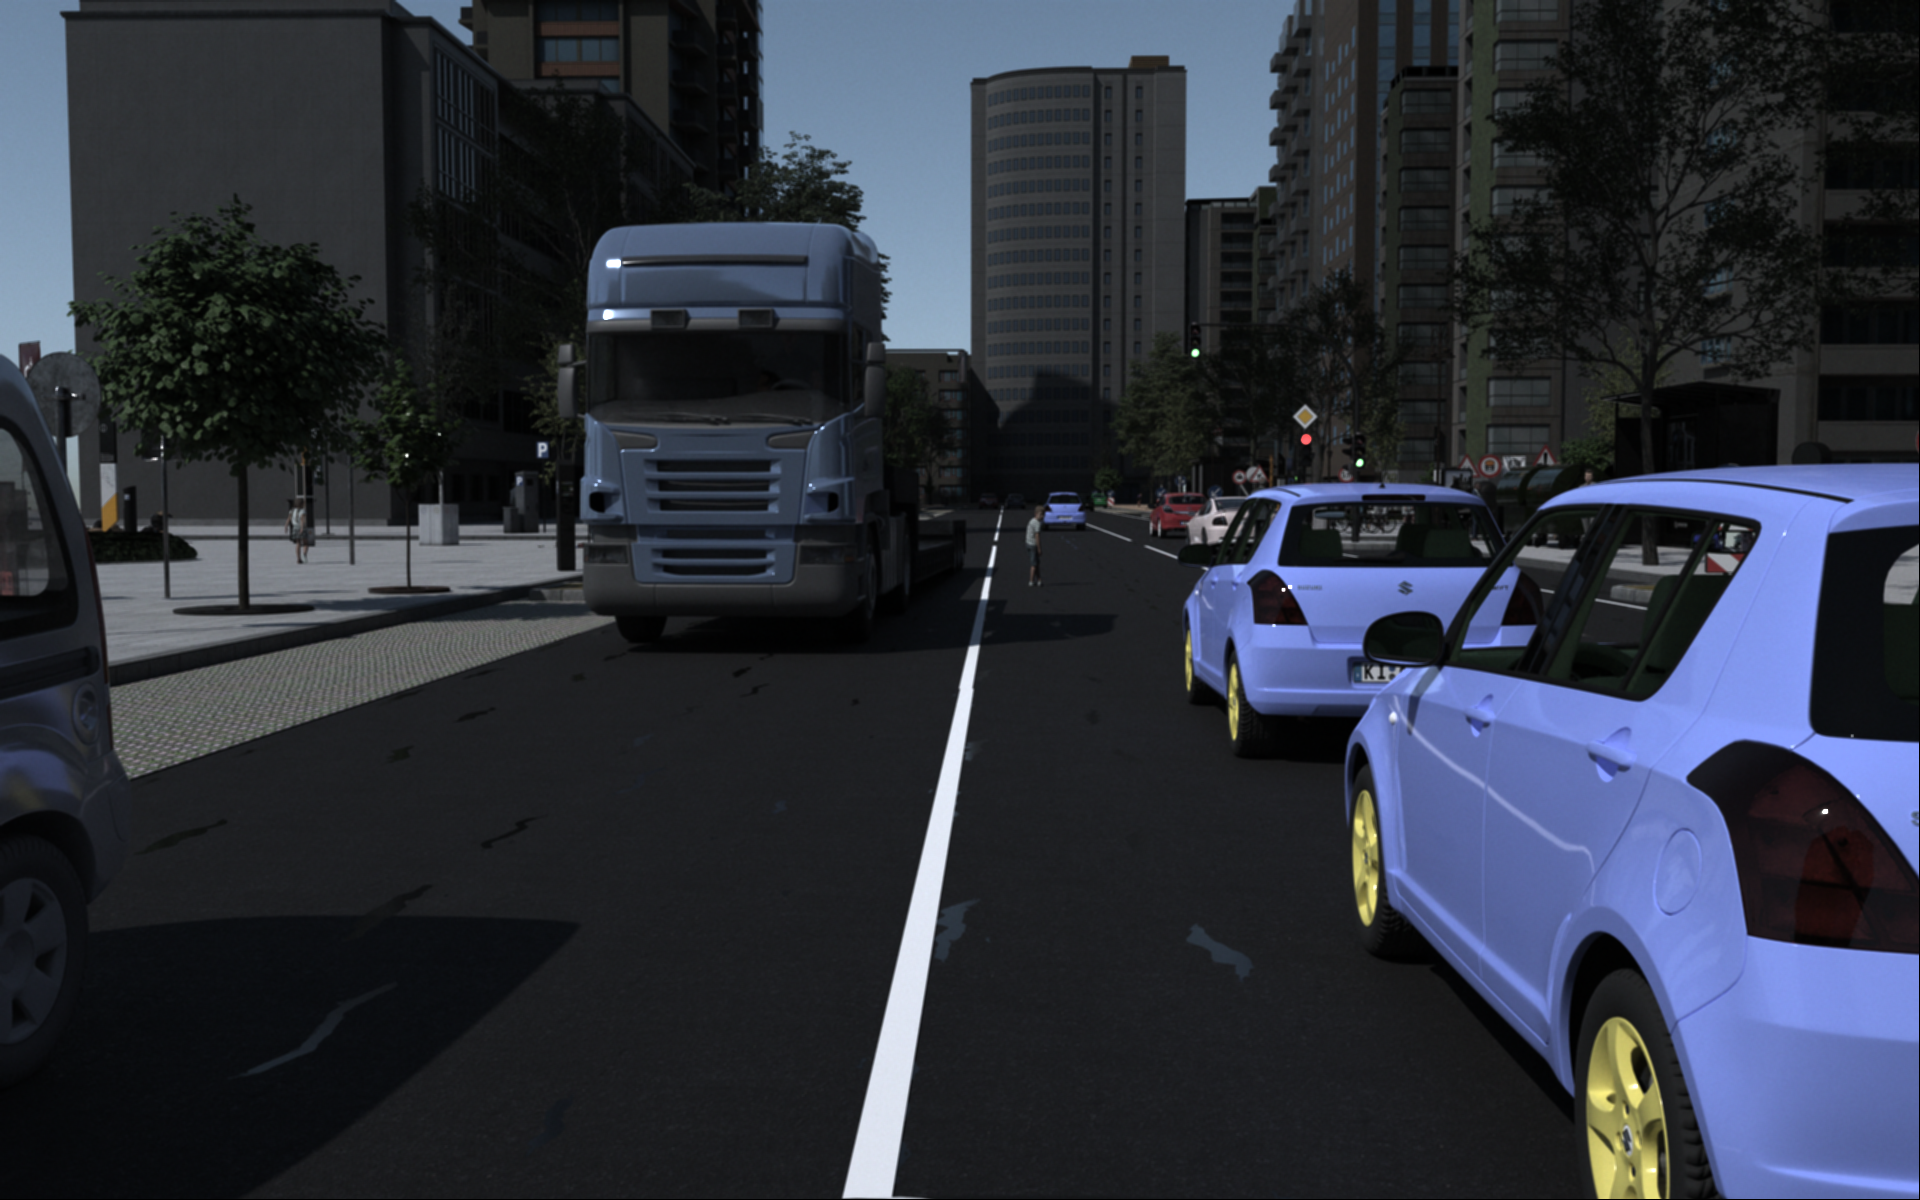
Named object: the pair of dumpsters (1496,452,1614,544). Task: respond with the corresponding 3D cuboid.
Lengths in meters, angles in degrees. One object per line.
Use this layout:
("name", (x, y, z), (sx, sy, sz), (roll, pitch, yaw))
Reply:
("pair of dumpsters", (14.383, -2.414, 41.961), (1.574, 2.255, 4.437), (0, 4, 2))

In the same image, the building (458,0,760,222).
("building", (-28.691, -29.940, 144.142), (22.147, 44.769, 28.867), (0, 4, 1))

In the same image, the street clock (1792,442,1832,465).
("street clock", (11.890, -1.202, 24.221), (0.358, 2.002, 0.471), (-2, 4, -27))

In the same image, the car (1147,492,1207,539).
("car", (7.316, -2.946, 57.204), (2.155, 1.783, 4.494), (0, 4, 1))

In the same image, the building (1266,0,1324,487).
("building", (40.789, -33.042, 159.839), (23.786, 49.044, 30.456), (0, 4, 1))

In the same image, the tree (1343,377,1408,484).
("tree", (25.275, -9.439, 104.696), (4.737, 8.622, 4.395), (0, 3, 0))

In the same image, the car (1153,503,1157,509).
("car", (11.644, -5.047, 95.093), (1.945, 1.354, 3.894), (0, 4, 0))

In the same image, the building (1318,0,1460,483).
("building", (36.972, -29.826, 137.758), (14.600, 45.320, 14.200), (0, 4, 1))

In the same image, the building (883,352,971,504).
("building", (-12.870, -24.253, 241.579), (28.899, 21.520, 27.650), (0, 4, 1))

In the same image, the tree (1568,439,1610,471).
("tree", (22.046, -4.045, 60.736), (1.663, 3.219, 1.824), (0, 3, 0))

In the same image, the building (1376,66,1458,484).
("building", (36.166, -21.332, 120.485), (14.160, 30.474, 14.107), (0, 4, 1))

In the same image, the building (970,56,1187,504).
("building", (15.599, -42.494, 236.773), (28.212, 58.520, 21.231), (0, 4, 1))

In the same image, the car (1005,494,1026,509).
("car", (5.403, -9.556, 168.238), (2.014, 1.417, 4.499), (0, 4, 0))

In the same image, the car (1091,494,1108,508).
("car", (13.555, -9.874, 170.237), (1.959, 1.807, 4.718), (0, 4, 2))

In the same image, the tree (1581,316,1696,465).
("tree", (28.552, -7.462, 72.370), (4.737, 8.622, 4.395), (0, 3, 0))

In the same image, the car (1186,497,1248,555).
("car", (6.666, -1.828, 42.247), (2.083, 1.381, 4.827), (0, 4, 0))

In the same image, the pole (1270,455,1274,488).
("pole", (16.297, -5.921, 90.656), (0.158, 3.312, 0.155), (0, 3, 0))

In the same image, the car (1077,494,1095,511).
("car", (10.322, -8.262, 144.866), (2.009, 1.686, 4.222), (0, 4, 2))

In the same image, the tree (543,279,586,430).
("tree", (-14.148, -9.041, 73.578), (9.928, 11.665, 9.643), (0, 3, 0))

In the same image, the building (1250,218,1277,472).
("building", (37.577, -25.146, 182.840), (14.160, 30.474, 14.107), (0, 4, 1))

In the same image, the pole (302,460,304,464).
("pole", (-20.479, -3.694, 54.232), (0.158, 3.312, 0.155), (0, 3, 0))

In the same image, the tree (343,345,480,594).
("tree", (-7.353, -1.713, 22.610), (1.663, 3.219, 1.824), (0, 3, 0))

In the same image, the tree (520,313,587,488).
("tree", (-14.544, -6.997, 64.759), (4.737, 8.622, 4.395), (0, 3, 0))

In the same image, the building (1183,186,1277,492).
("building", (37.145, -33.568, 232.428), (14.086, 41.232, 14.154), (0, 4, 1))

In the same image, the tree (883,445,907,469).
("tree", (-5.158, -8.046, 115.257), (4.285, 4.588, 4.351), (0, 3, 0))

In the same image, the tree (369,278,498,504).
("tree", (-17.682, -6.586, 58.037), (4.360, 8.622, 3.978), (0, 3, 0))

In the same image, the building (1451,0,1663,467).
("building", (35.554, -25.353, 98.110), (14.154, 41.232, 14.086), (0, 4, 1))

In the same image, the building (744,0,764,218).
("building", (-32.861, -53.041, 179.899), (31.000, 86.520, 22.319), (0, 4, 1))

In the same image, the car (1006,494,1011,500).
("car", (6.107, -11.252, 195.964), (2.014, 1.417, 4.499), (0, 4, -1))

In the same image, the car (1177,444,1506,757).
("car", (2.352, -0.068, 10.706), (1.945, 1.707, 3.694), (0, 4, 2))

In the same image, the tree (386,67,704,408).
("tree", (-7.920, -6.351, 38.258), (7.601, 10.594, 8.767), (2, 4, 27))

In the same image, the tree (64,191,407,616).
("tree", (-7.774, -2.146, 18.809), (4.285, 4.588, 4.351), (0, 3, 0))

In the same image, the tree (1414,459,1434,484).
("tree", (25.818, -6.105, 94.424), (1.663, 3.219, 1.824), (0, 3, 0))

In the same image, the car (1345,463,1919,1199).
("car", (2.041, 0.326, 4.265), (1.945, 1.707, 3.694), (0, 4, 2))

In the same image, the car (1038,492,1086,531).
("car", (4.061, -3.612, 68.651), (1.945, 1.707, 3.694), (0, 3, 0))

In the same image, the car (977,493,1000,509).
("car", (2.753, -9.651, 166.830), (2.155, 1.783, 4.494), (0, 4, 0))

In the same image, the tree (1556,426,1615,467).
("tree", (30.813, -6.166, 84.527), (4.285, 4.588, 4.351), (0, 3, 0))

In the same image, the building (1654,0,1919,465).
("building", (43.635, -27.741, 77.275), (21.600, 48.544, 21.300), (0, 4, 1))

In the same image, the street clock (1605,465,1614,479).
("street clock", (16.147, -2.342, 42.855), (0.471, 2.002, 0.358), (1, 4, 18))

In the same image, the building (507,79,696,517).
("building", (-25.741, -19.356, 109.983), (14.314, 27.812, 24.014), (0, 4, 1))

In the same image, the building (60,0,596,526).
("building", (-27.707, -16.150, 83.119), (14.314, 24.678, 30.058), (0, 4, 1))
